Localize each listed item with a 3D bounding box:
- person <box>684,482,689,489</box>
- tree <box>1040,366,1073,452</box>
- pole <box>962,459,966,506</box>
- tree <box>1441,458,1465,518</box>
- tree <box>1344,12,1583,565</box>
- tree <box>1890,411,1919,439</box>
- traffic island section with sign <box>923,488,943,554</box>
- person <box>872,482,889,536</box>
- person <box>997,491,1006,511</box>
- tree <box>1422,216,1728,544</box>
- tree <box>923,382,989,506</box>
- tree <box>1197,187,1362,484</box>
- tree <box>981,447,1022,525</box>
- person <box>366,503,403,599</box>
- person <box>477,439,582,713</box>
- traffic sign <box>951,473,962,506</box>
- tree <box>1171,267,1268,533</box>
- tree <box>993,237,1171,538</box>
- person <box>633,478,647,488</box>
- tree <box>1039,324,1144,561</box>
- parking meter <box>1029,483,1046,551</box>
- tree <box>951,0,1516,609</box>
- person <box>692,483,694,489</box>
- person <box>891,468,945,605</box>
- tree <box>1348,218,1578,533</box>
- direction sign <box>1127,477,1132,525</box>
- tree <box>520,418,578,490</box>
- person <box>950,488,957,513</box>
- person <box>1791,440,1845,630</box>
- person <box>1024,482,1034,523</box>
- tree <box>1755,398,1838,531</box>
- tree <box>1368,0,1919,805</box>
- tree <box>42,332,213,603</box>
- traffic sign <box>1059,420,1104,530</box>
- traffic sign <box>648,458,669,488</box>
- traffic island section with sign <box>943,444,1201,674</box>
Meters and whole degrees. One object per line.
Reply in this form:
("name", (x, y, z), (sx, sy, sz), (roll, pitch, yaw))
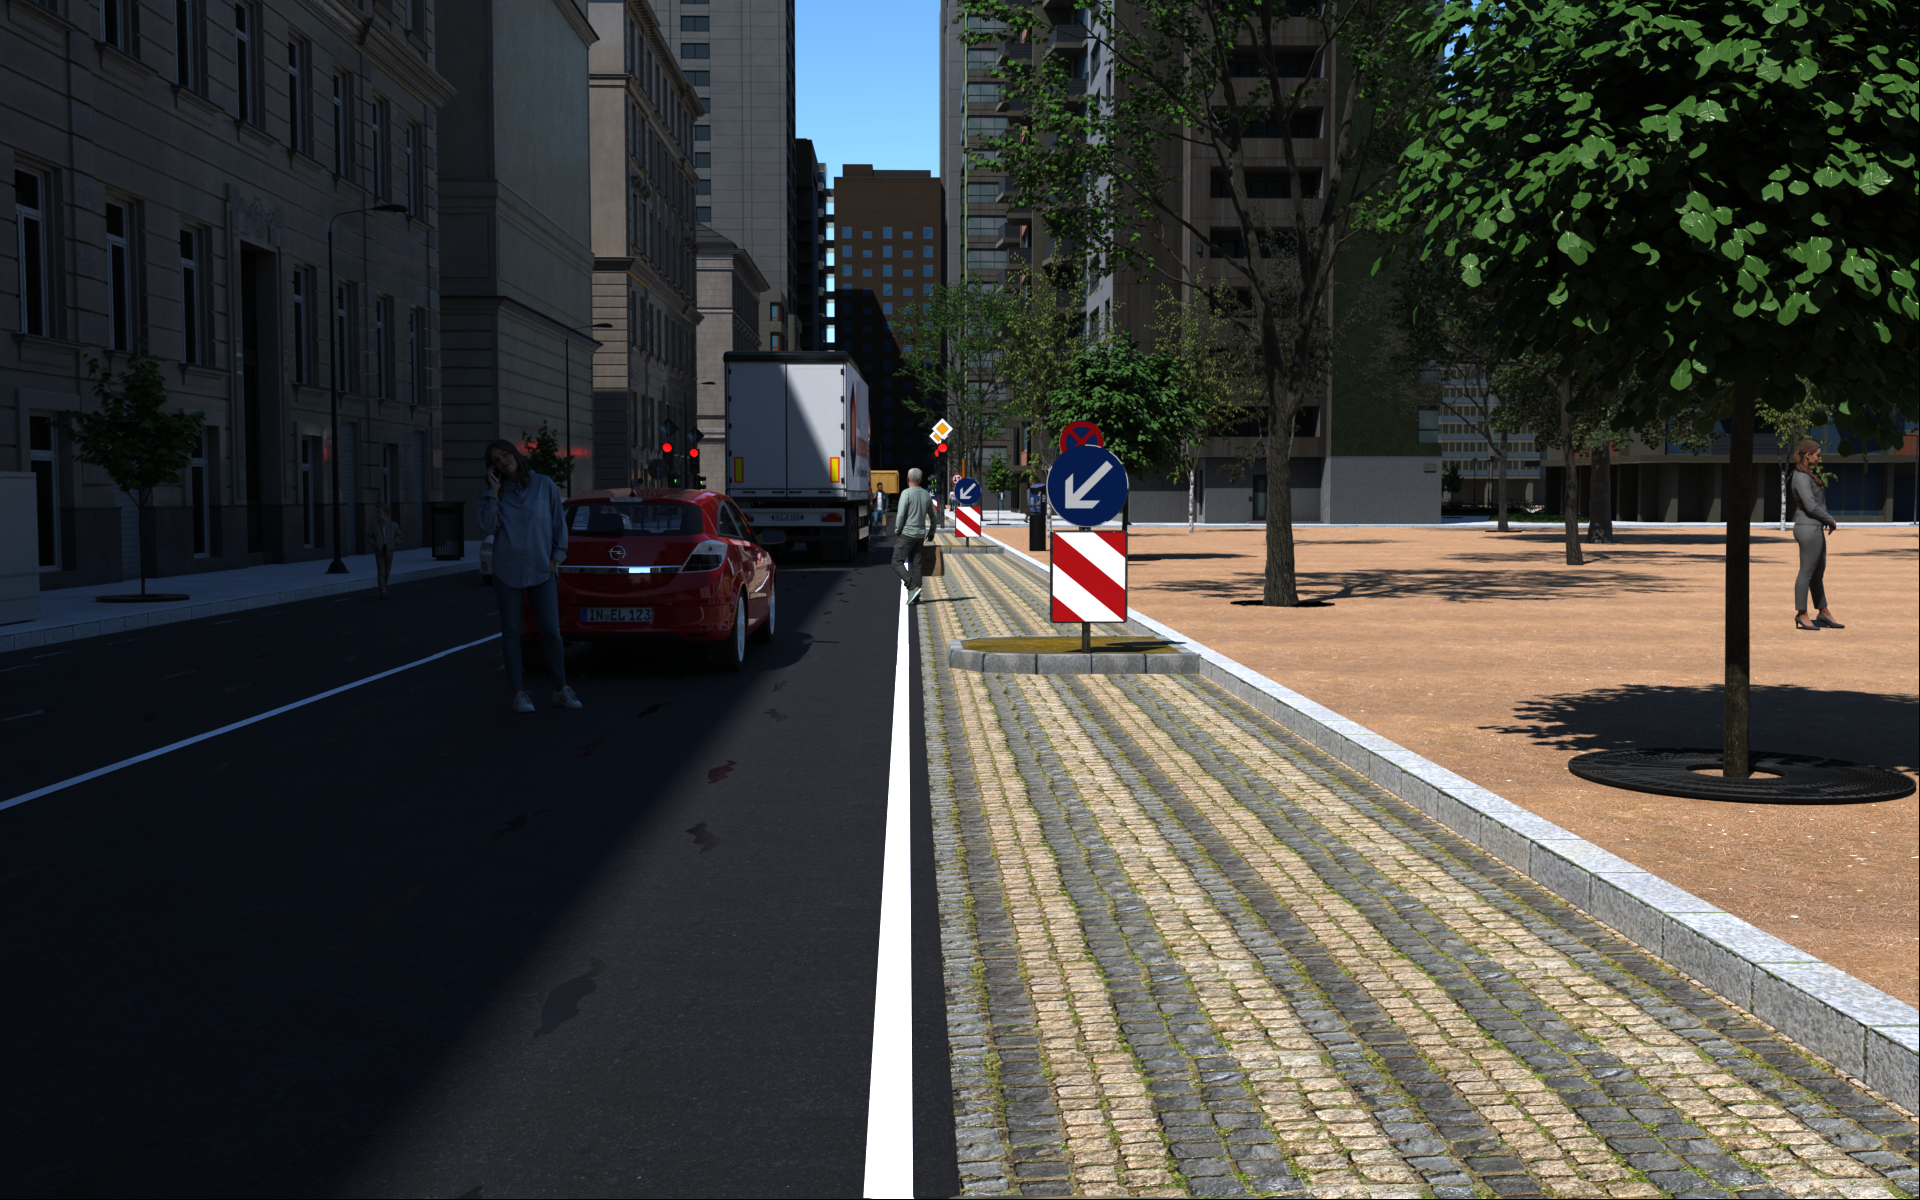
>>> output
("person", (-11.521, -4.112, 73.556), (0.520, 1.790, 0.573), (2, 4, 25))
("tree", (6.523, -8.797, 94.191), (4.360, 8.622, 3.978), (0, 3, 0))
("pole", (0.238, -6.519, 100.422), (0.158, 3.312, 0.155), (0, 3, 0))
("tree", (26.345, -5.986, 92.466), (1.663, 3.219, 1.824), (0, 3, 0))
("tree", (10.823, -5.917, 31.161), (7.601, 10.594, 8.767), (2, 4, 32))
("tree", (27.837, -6.063, 49.497), (4.360, 8.622, 3.978), (0, 3, 0))
("traffic island section with sign", (0.057, -2.056, 42.238), (1.989, 1.847, 2.006), (0, 4, -2))
("person", (-2.656, -3.056, 58.444), (0.794, 1.824, 0.713), (1, 4, 21))
("person", (3.169, -7.700, 132.287), (0.623, 1.781, 0.721), (-1, 4, -21))
("tree", (16.719, -8.435, 44.576), (9.857, 13.997, 8.962), (0, 3, 0))
("tree", (-0.201, -9.934, 112.782), (4.360, 8.622, 3.978), (0, 3, 0))
("tree", (7.896, -5.628, 42.379), (4.360, 8.622, 3.978), (0, 3, 0))
("tree", (1.580, -4.705, 71.530), (1.663, 3.219, 1.824), (0, 3, 0))
("person", (-7.903, -0.675, 23.808), (0.475, 1.303, 0.640), (-2, 4, -32))
("person", (-2.849, -0.164, 11.451), (0.793, 1.790, 0.793), (-3, 5, -45))
("traffic sign", (-0.164, -6.354, 103.987), (0.768, 2.556, 0.104), (0, 4, 5))
("tree", (7.856, -6.545, 57.373), (4.737, 8.622, 4.395), (0, 3, 0))
("tree", (2.760, -6.102, 50.137), (4.737, 8.622, 4.395), (0, 3, 0))
("person", (-10.980, -3.264, 59.252), (0.661, 1.843, 0.795), (0, 4, 7))
("tree", (3.229, -3.052, 33.612), (4.285, 4.588, 4.351), (0, 3, 0))
("parking meter", (1.749, -1.870, 38.988), (0.372, 1.533, 0.369), (0, 3, 0))
("tree", (3.749, -5.748, 19.727), (9.928, 11.665, 9.643), (0, 3, 0))
("person", (-12.976, -4.784, 84.288), (0.654, 1.822, 0.581), (3, 4, 39))
("person", (-0.520, -0.831, 22.574), (0.515, 1.767, 0.782), (3, 5, 44))
("tree", (18.111, -9.018, 57.821), (12.009, 13.543, 11.850), (0, 3, 0))
("direction sign", (6.946, -4.869, 71.602), (0.876, 3.537, 0.379), (0, 4, 2))
("tree", (-10.550, -3.045, 44.385), (1.663, 3.219, 1.824), (0, 3, 0))
("person", (-0.351, -6.692, 116.120), (0.731, 1.740, 0.598), (0, 4, 3))
("person", (8.132, -0.614, 16.357), (0.573, 1.790, 0.520), (1, 4, 11))
("person", (3.202, -4.310, 76.605), (0.767, 1.812, 0.694), (2, 4, 27))
("tree", (28.488, -6.675, 59.505), (4.737, 8.622, 4.395), (0, 3, 0))
("tree", (3.594, -1.466, 7.680), (4.285, 4.588, 4.351), (0, 3, 0))
("tree", (-9.735, -1.601, 20.773), (1.663, 3.219, 1.824), (0, 3, 0))
("traffic sign", (2.096, -1.823, 29.906), (0.768, 2.556, 0.104), (0, 4, 7))
("traffic sign", (-10.794, -3.782, 61.935), (0.768, 2.556, 0.104), (0, 4, 5))
("traffic island section with sign", (0.892, -0.367, 14.621), (1.989, 1.847, 2.006), (0, 4, -2))
